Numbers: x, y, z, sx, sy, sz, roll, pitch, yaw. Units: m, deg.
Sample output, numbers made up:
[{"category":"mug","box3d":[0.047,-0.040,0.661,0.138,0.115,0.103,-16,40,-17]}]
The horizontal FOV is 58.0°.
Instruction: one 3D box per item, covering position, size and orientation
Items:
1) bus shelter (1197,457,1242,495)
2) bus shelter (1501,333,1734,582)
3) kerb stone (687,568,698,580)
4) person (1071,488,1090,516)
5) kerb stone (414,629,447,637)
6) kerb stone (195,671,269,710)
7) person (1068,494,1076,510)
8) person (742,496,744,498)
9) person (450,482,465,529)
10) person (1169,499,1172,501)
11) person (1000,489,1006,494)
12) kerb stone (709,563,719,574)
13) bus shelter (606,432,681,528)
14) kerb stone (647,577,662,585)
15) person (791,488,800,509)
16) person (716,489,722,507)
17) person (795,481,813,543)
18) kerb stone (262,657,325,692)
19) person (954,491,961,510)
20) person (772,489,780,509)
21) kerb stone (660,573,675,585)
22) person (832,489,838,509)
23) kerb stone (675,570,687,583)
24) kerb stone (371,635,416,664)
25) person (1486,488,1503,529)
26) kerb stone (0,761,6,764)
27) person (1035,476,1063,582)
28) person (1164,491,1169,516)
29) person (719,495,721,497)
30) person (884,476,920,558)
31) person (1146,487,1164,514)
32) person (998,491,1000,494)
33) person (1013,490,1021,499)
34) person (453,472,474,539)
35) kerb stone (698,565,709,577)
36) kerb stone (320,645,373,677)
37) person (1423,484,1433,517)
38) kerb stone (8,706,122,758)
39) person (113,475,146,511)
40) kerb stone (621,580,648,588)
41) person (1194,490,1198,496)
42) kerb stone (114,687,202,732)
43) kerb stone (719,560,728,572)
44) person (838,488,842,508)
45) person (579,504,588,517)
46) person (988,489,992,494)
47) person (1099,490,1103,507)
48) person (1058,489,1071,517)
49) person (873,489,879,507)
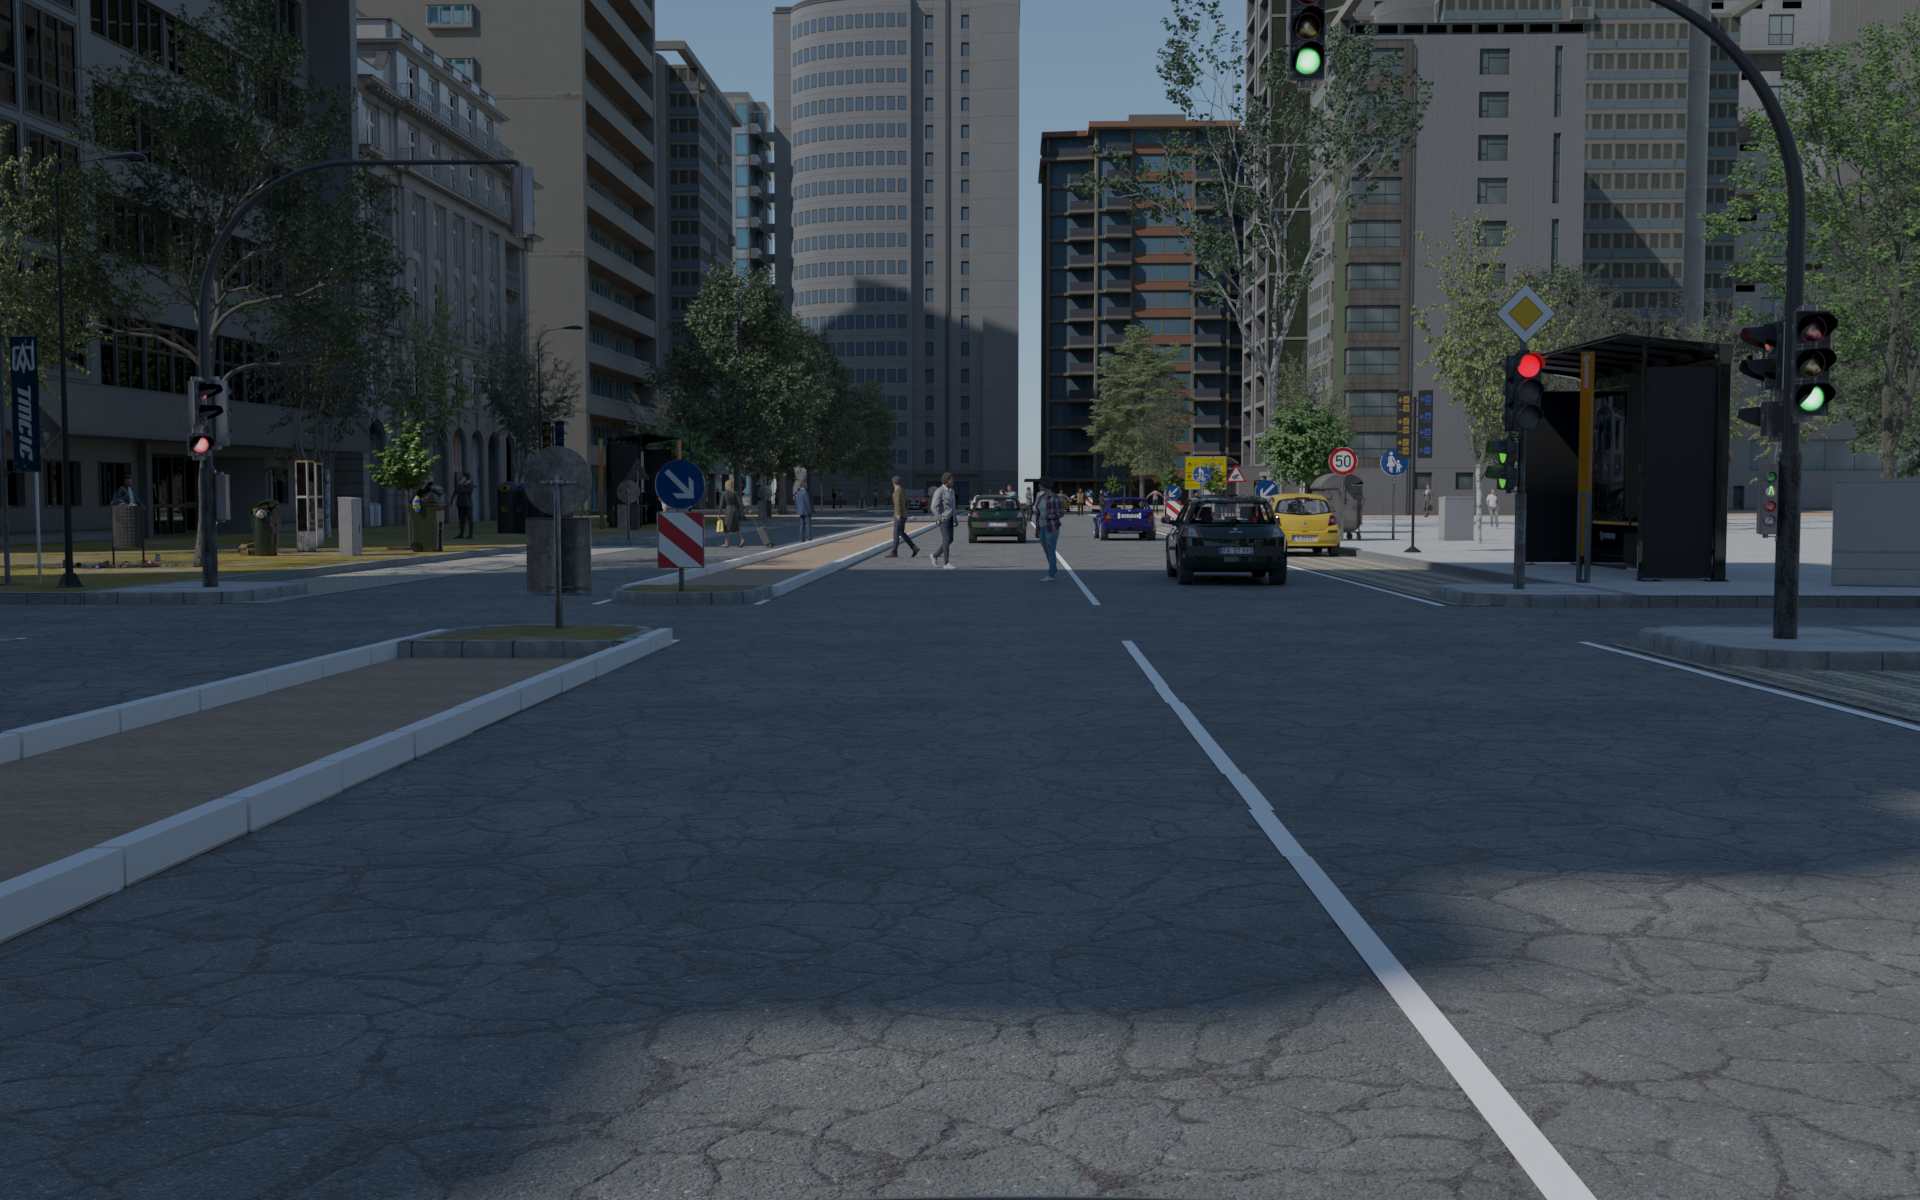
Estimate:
[{"category":"bus shelter","box3d":[14.243,-6.249,96.093,2.014,3.302,5.546,0,4,2]},{"category":"bus shelter","box3d":[10.579,-2.271,28.410,1.731,3.624,6.357,0,4,2]},{"category":"kerb stone","box3d":[-4.557,-0.409,28.889,0.120,0.150,1.000,0,4,2]},{"category":"person","box3d":[7.909,-6.431,113.736,1.348,1.812,0.705,1,4,15]},{"category":"kerb stone","box3d":[-4.916,0.383,15.981,0.120,0.150,1.000,0,4,2]},{"category":"kerb stone","box3d":[-5.032,0.631,11.884,0.120,0.150,1.000,0,4,2]},{"category":"person","box3d":[10.196,-8.867,156.657,0.799,1.438,0.628,-3,4,-39]},{"category":"person","box3d":[-17.952,-8.131,139.701,1.217,1.743,0.721,-2,4,-33]},{"category":"person","box3d":[-18.428,-3.563,64.071,0.659,1.850,0.755,1,4,8]},{"category":"person","box3d":[12.529,-5.892,102.904,0.617,1.759,0.750,0,4,0]},{"category":"person","box3d":[2.494,-5.698,102.465,0.445,1.727,0.742,1,4,17]},{"category":"kerb stone","box3d":[-4.494,-0.535,30.949,0.120,0.150,1.000,0,4,2]},{"category":"bus shelter","box3d":[-12.580,-4.761,69.126,1.731,3.624,6.357,0,4,2]},{"category":"kerb stone","box3d":[-4.644,-0.221,25.809,0.120,0.150,1.000,0,4,2]},{"category":"person","box3d":[-14.192,-8.946,152.400,1.348,1.812,0.705,0,4,-8]},{"category":"person","box3d":[-24.289,-10.256,173.699,1.348,1.831,0.705,1,4,17]},{"category":"person","box3d":[-4.493,-2.540,50.214,0.721,1.800,0.419,3,5,44]},{"category":"kerb stone","box3d":[-5.011,0.569,12.911,0.120,0.150,1.000,0,4,2]},{"category":"person","box3d":[-0.261,-9.140,158.761,0.721,1.723,1.217,2,4,35]},{"category":"person","box3d":[-15.399,-8.447,144.877,1.217,1.735,0.721,2,4,28]},{"category":"kerb stone","box3d":[-4.608,-0.283,26.838,0.120,0.150,1.000,0,4,2]},{"category":"person","box3d":[-10.657,-8.604,147.536,0.721,1.723,1.217,-2,4,-23]},{"category":"kerb stone","box3d":[-4.586,-0.346,27.867,0.120,0.150,1.000,0,4,2]},{"category":"kerb stone","box3d":[-4.955,0.443,14.959,0.120,0.150,1.000,0,4,2]},{"category":"person","box3d":[19.705,-3.379,63.878,0.503,1.515,0.523,-2,4,-34]},{"category":"kerb stone","box3d":[-5.128,0.823,8.811,0.120,0.150,1.000,0,4,2]},{"category":"person","box3d":[1.479,-1.165,28.389,0.643,1.720,0.563,-3,4,-36]},{"category":"person","box3d":[12.185,-5.797,101.508,0.721,1.739,1.217,1,4,21]},{"category":"person","box3d":[-24.323,-10.325,178.044,1.217,1.736,0.721,0,4,7]},{"category":"person","box3d":[-1.322,-1.884,39.208,0.836,1.842,0.656,-1,4,-14]},{"category":"person","box3d":[12.351,-6.279,109.419,1.217,1.736,0.721,0,4,6]},{"category":"person","box3d":[3.801,-9.739,168.658,0.541,1.710,0.530,-3,5,-41]},{"category":"person","box3d":[5.050,-9.282,160.271,1.348,1.822,0.705,-2,4,-29]},{"category":"person","box3d":[-14.217,-2.709,49.701,0.474,1.900,0.648,-3,5,-41]},{"category":"kerb stone","box3d":[-4.534,-0.469,29.920,0.120,0.150,1.000,0,4,2]},{"category":"kerb stone","box3d":[-4.988,0.505,13.938,0.120,0.150,1.000,0,4,2]},{"category":"person","box3d":[25.640,-5.437,94.908,0.622,1.834,0.822,3,5,42]},{"category":"kerb stone","box3d":[-5.092,0.756,9.841,0.120,0.150,1.000,0,4,2]},{"category":"person","box3d":[-21.491,-2.345,44.731,0.721,1.781,0.623,0,4,3]},{"category":"kerb stone","box3d":[-4.673,-0.159,24.788,0.120,0.150,1.000,0,4,2]},{"category":"person","box3d":[24.343,-10.335,177.478,1.348,1.824,0.705,-2,4,-30]},{"category":"kerb stone","box3d":[-5.063,0.693,10.862,0.120,0.150,1.000,0,4,2]},{"category":"kerb stone","box3d":[-4.472,-0.598,31.971,0.120,0.150,1.000,0,4,2]},{"category":"person","box3d":[-11.011,-9.341,158.852,0.705,1.814,1.350,-1,4,-8]},{"category":"person","box3d":[-20.741,-5.202,95.343,0.590,1.304,0.306,-2,4,-26]},{"category":"person","box3d":[2.117,-6.862,121.249,0.990,1.755,0.434,1,4,14]},{"category":"person","box3d":[13.878,-9.933,169.256,0.445,1.727,0.742,2,4,32]},{"category":"person","box3d":[6.339,-6.058,108.272,1.217,1.735,0.721,0,4,-2]},{"category":"person","box3d":[-8.157,-9.912,168.815,0.721,1.736,1.217,-2,4,-25]}]
